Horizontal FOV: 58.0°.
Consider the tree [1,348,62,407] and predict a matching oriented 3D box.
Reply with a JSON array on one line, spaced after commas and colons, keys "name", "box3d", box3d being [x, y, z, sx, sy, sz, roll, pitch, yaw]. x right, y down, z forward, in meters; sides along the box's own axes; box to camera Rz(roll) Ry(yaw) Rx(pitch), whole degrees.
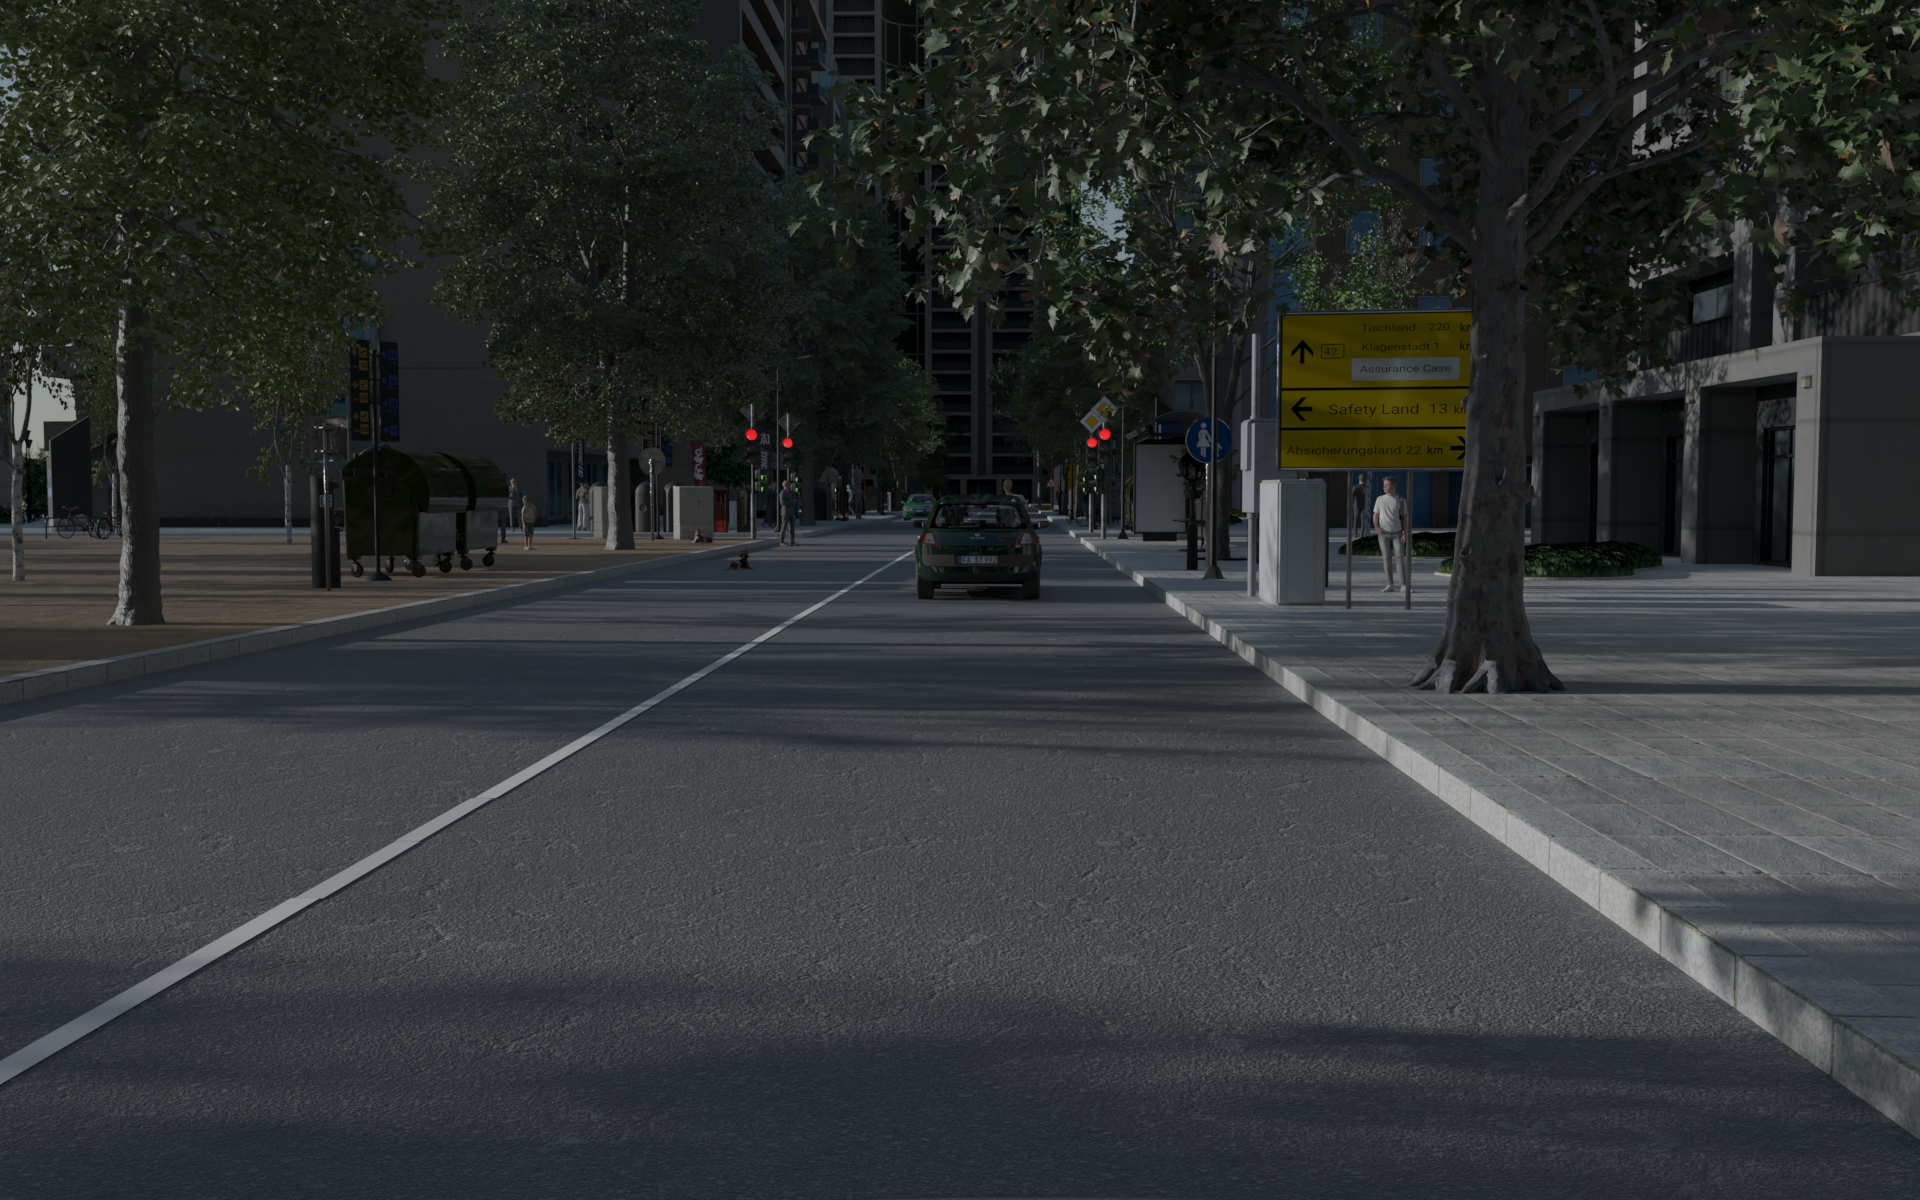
[{"name": "tree", "box3d": [-36.313, -6.890, 63.012, 4.737, 8.622, 4.395, 0, 3, 0]}]

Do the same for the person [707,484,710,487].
[{"name": "person", "box3d": [-12.168, -4.736, 83.726, 0.600, 1.795, 0.529, -1, 4, -15]}]

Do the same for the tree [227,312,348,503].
[{"name": "tree", "box3d": [-24.553, -6.897, 63.136, 4.360, 8.622, 3.978, 0, 3, 0]}]

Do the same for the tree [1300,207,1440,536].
[{"name": "tree", "box3d": [10.248, -5.706, 43.649, 4.360, 8.622, 3.978, 0, 3, 0]}]

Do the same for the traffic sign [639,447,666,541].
[{"name": "traffic sign", "box3d": [-8.372, -2.874, 47.090, 0.768, 2.556, 0.104, 1, 4, 10]}]

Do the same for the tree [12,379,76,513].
[{"name": "tree", "box3d": [-59.756, -13.223, 118.013, 13.155, 14.587, 18.604, 0, 4, -3]}]

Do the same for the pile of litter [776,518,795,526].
[{"name": "pile of litter", "box3d": [-7.341, -3.495, 71.102, 1.176, 0.858, 1.719, 1, 4, 19]}]

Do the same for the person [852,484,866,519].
[{"name": "person", "box3d": [-5.169, -5.044, 88.636, 0.709, 1.813, 0.853, -1, 4, -21]}]

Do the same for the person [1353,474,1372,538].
[{"name": "person", "box3d": [11.514, -2.694, 49.866, 0.659, 1.850, 0.755, 1, 4, 9]}]

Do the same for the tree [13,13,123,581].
[{"name": "tree", "box3d": [-14.071, -4.605, 25.661, 4.360, 8.622, 3.978, 0, 3, 0]}]

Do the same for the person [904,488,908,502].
[{"name": "person", "box3d": [-4.684, -8.746, 149.034, 0.705, 1.824, 1.348, 0, 4, -4]}]

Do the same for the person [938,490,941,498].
[{"name": "person", "box3d": [-2.109, -11.155, 189.222, 0.721, 1.735, 1.217, 0, 4, -2]}]

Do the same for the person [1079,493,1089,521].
[{"name": "person", "box3d": [6.074, -4.650, 82.410, 0.623, 1.781, 0.721, -3, 5, -40]}]

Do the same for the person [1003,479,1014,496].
[{"name": "person", "box3d": [1.154, -1.625, 35.736, 0.598, 1.740, 0.731, 1, 4, 11]}]

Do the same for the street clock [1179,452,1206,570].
[{"name": "street clock", "box3d": [3.929, -1.509, 29.240, 0.471, 2.002, 0.358, 0, 4, 6]}]

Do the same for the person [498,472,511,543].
[{"name": "person", "box3d": [-12.116, -2.419, 45.405, 0.655, 1.846, 0.447, -1, 4, -15]}]

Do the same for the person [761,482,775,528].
[{"name": "person", "box3d": [-7.285, -3.629, 65.797, 0.534, 1.772, 0.576, -1, 4, -13]}]

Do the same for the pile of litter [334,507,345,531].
[{"name": "pile of litter", "box3d": [-21.323, -2.791, 59.591, 1.719, 0.858, 1.176, -1, 4, -12]}]

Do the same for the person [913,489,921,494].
[{"name": "person", "box3d": [-3.991, -9.495, 161.291, 1.348, 1.824, 0.705, 1, 4, 10]}]

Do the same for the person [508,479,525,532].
[{"name": "person", "box3d": [-15.096, -3.216, 58.803, 0.661, 1.801, 0.590, -1, 4, -22]}]

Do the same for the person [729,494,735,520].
[{"name": "person", "box3d": [-11.056, -4.491, 83.739, 0.475, 1.303, 0.640, -2, 4, -31]}]

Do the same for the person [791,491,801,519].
[{"name": "person", "box3d": [-6.982, -4.055, 73.184, 0.643, 1.720, 0.563, 3, 4, 37]}]

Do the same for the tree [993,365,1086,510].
[{"name": "tree", "box3d": [7.587, -14.139, 141.537, 12.009, 13.543, 11.850, 0, 3, 0]}]

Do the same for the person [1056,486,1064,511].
[{"name": "person", "box3d": [7.019, -7.085, 121.653, 0.659, 1.850, 0.755, 1, 4, 12]}]

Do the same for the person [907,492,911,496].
[{"name": "person", "box3d": [-5.265, -10.065, 170.694, 1.350, 1.814, 0.705, 1, 4, 10]}]

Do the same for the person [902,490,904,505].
[{"name": "person", "box3d": [-6.757, -12.225, 205.880, 0.705, 1.831, 1.348, 1, 4, 10]}]

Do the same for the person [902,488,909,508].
[{"name": "person", "box3d": [-5.282, -9.563, 162.406, 1.348, 1.823, 0.705, -1, 4, -14]}]

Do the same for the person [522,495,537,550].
[{"name": "person", "box3d": [-9.895, -1.779, 39.817, 0.332, 1.250, 0.352, 0, 4, 5]}]

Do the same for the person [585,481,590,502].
[{"name": "person", "box3d": [-15.354, -3.991, 71.421, 0.853, 1.813, 0.709, -3, 5, -40]}]

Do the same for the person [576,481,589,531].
[{"name": "person", "box3d": [-13.069, -3.281, 60.240, 0.519, 1.759, 0.362, 2, 4, 23]}]

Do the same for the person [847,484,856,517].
[{"name": "person", "box3d": [-6.120, -5.542, 96.525, 0.748, 1.841, 0.638, -1, 4, -17]}]

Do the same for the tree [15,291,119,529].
[{"name": "tree", "box3d": [-30.936, -6.919, 63.491, 4.737, 8.622, 4.395, 0, 3, 0]}]

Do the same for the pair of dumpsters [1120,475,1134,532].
[{"name": "pair of dumpsters", "box3d": [6.354, -3.443, 58.789, 1.574, 2.255, 4.437, 0, 4, 2]}]

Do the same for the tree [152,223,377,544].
[{"name": "tree", "box3d": [-17.190, -5.758, 44.503, 4.737, 8.622, 4.395, 0, 3, 0]}]

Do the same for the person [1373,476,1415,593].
[{"name": "person", "box3d": [5.679, -0.855, 22.623, 0.503, 1.515, 0.523, -1, 4, -9]}]

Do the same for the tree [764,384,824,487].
[{"name": "tree", "box3d": [-10.322, -9.684, 108.694, 4.737, 8.622, 4.395, 0, 3, 0]}]

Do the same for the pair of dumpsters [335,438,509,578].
[{"name": "pair of dumpsters", "box3d": [-8.792, -1.592, 28.531, 1.574, 2.255, 4.437, 0, 4, 2]}]

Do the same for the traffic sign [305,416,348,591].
[{"name": "traffic sign", "box3d": [-8.321, -1.262, 22.766, 0.606, 2.300, 0.079, 1, 4, 10]}]

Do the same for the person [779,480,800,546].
[{"name": "person", "box3d": [-4.649, -2.369, 47.404, 0.590, 1.801, 0.661, 1, 4, 16]}]

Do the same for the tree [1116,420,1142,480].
[{"name": "tree", "box3d": [12.313, -10.986, 129.984, 4.360, 8.622, 3.978, 0, 3, 0]}]

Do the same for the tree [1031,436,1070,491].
[{"name": "tree", "box3d": [8.949, -12.845, 160.383, 4.737, 8.622, 4.395, 0, 3, 0]}]

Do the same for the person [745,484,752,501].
[{"name": "person", "box3d": [-10.486, -4.831, 85.216, 0.526, 1.800, 0.537, -2, 4, -34]}]

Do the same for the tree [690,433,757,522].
[{"name": "tree", "box3d": [-10.522, -5.834, 79.098, 4.285, 4.588, 4.351, 0, 3, 0]}]

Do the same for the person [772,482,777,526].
[{"name": "person", "box3d": [-7.423, -3.812, 68.796, 0.576, 1.772, 0.534, -2, 4, -33]}]

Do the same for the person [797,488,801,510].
[{"name": "person", "box3d": [-10.709, -6.568, 113.782, 0.694, 1.780, 0.624, -1, 4, -12]}]
